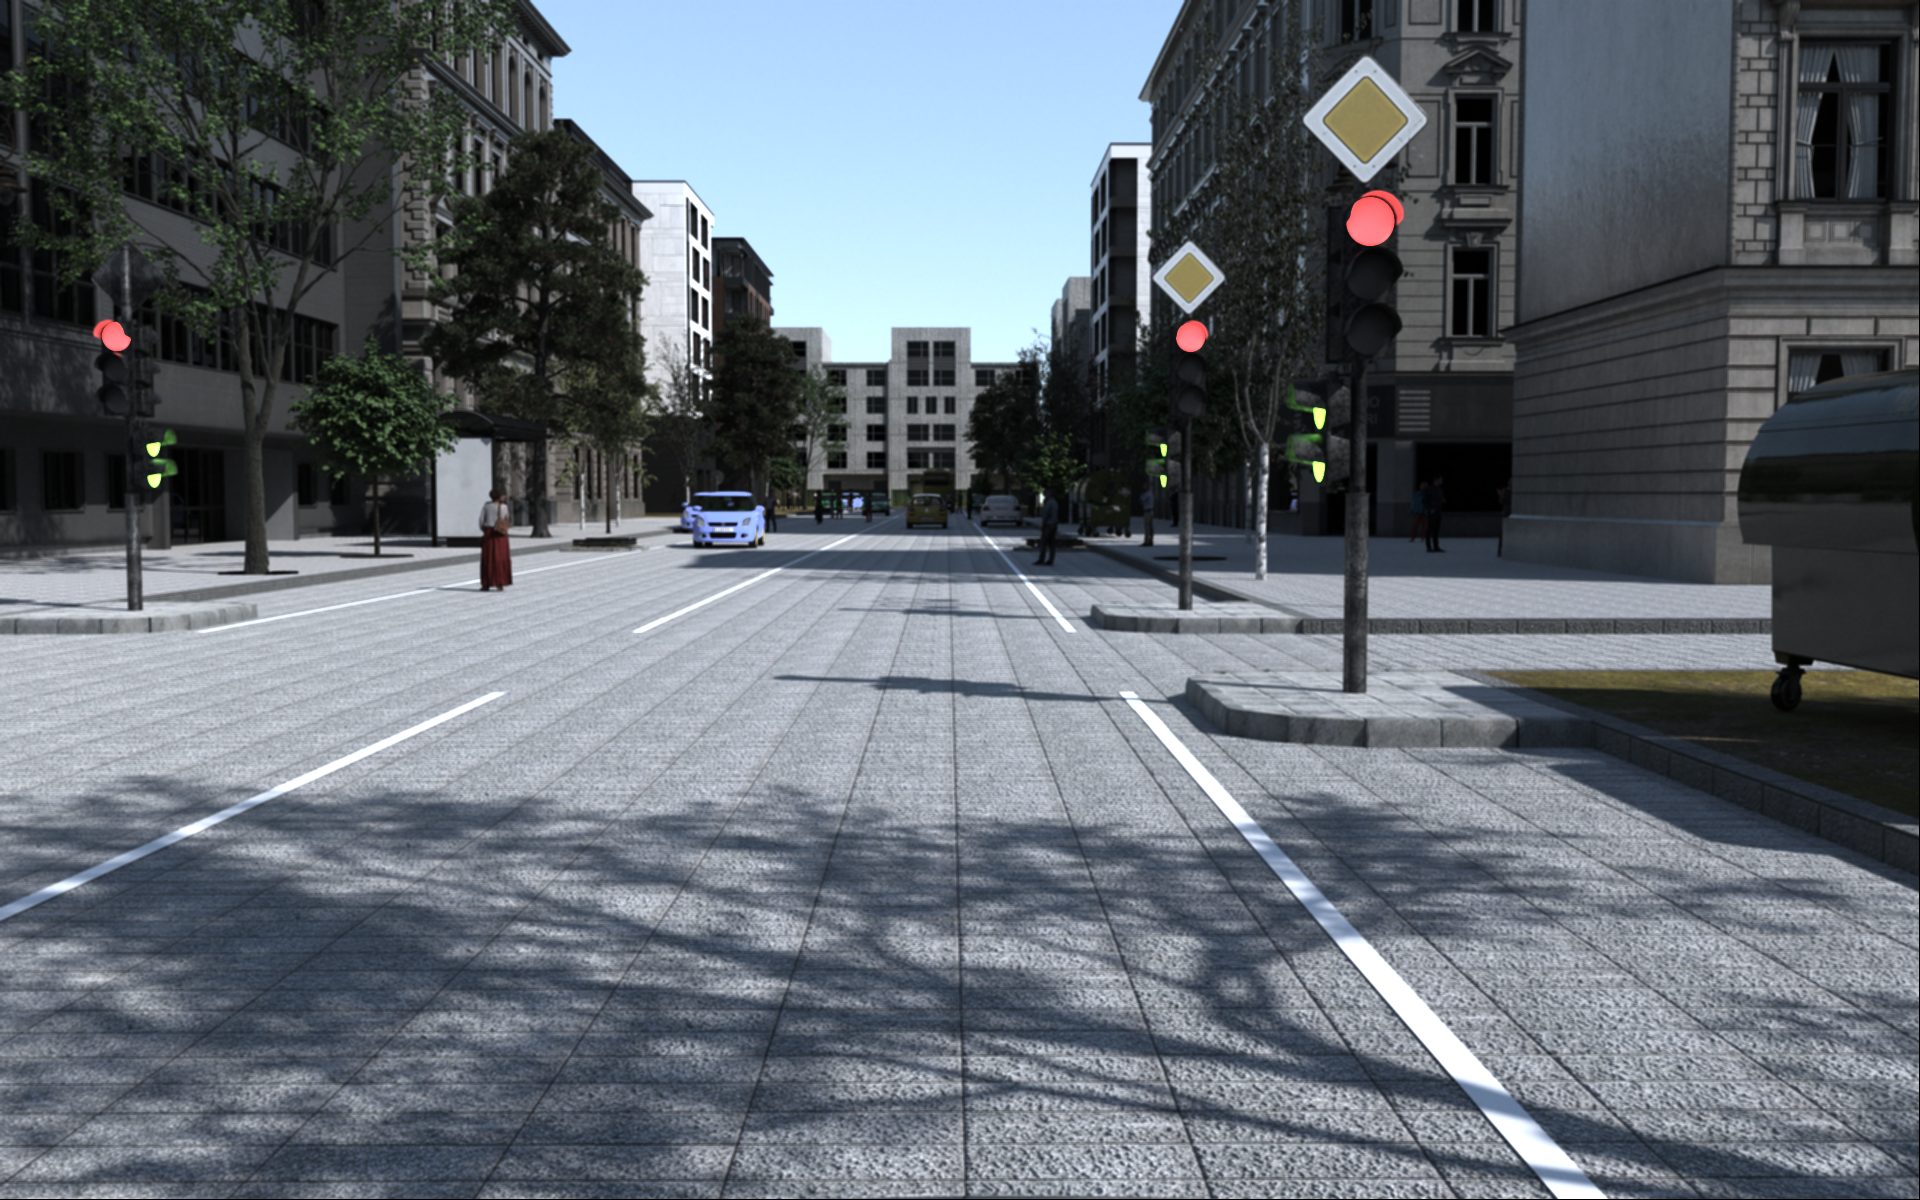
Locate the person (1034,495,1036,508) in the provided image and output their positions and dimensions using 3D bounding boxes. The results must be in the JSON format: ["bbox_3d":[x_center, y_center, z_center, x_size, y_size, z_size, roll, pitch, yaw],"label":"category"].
[{"bbox_3d":[6.786,-9.159,159.016,0.599,1.433,0.991,1,4,19],"label":"person"}]

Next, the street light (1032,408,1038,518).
[{"bbox_3d":[3.955,-7.377,93.394,0.468,5.910,1.993,0,4,0],"label":"street light"}]

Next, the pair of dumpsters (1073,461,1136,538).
[{"bbox_3d":[4.368,-3.067,52.639,1.574,2.255,4.436,0,4,0],"label":"pair of dumpsters"}]

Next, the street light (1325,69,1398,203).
[{"bbox_3d":[4.473,-2.855,19.469,0.468,5.910,1.993,0,4,0],"label":"street light"}]

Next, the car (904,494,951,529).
[{"bbox_3d":[-1.376,-3.826,72.780,2.015,1.641,3.980,0,4,-1],"label":"car"}]

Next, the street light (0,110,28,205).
[{"bbox_3d":[-11.063,-2.856,19.485,0.468,5.910,1.993,0,4,0],"label":"street light"}]

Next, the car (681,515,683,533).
[{"bbox_3d":[-9.269,-3.339,64.178,1.945,1.707,3.694,0,4,1],"label":"car"}]

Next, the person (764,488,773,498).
[{"bbox_3d":[-14.225,-7.468,129.084,0.756,1.711,0.436,2,4,28],"label":"person"}]

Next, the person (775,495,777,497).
[{"bbox_3d":[-18.190,-9.980,169.219,0.705,1.823,1.348,1,4,14],"label":"person"}]

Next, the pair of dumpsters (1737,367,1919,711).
[{"bbox_3d":[5.430,-0.347,8.173,1.574,2.255,4.436,0,4,0],"label":"pair of dumpsters"}]

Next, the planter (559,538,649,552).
[{"bbox_3d":[-8.980,-1.401,44.041,1.991,0.319,1.994,0,4,0],"label":"planter"}]

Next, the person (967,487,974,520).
[{"bbox_3d":[0.578,-5.396,96.861,0.705,1.807,1.348,1,4,10],"label":"person"}]

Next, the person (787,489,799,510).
[{"bbox_3d":[-13.760,-8.310,142.645,1.217,1.736,0.721,-2,4,-35],"label":"person"}]

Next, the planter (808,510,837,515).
[{"bbox_3d":[-9.529,-6.103,120.923,1.991,0.319,1.994,0,4,0],"label":"planter"}]

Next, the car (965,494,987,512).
[{"bbox_3d":[1.439,-8.204,142.939,1.959,1.807,4.718,0,4,-1],"label":"car"}]

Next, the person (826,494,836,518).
[{"bbox_3d":[-7.569,-5.514,101.871,0.599,1.433,0.991,2,4,31],"label":"person"}]

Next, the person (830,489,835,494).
[{"bbox_3d":[-12.342,-9.898,168.400,1.217,1.766,0.721,2,4,31],"label":"person"}]

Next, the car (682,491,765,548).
[{"bbox_3d":[-6.243,-2.283,46.924,1.945,1.707,3.694,0,4,-2],"label":"car"}]

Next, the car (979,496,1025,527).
[{"bbox_3d":[1.869,-3.988,77.572,2.083,1.381,4.827,0,4,1],"label":"car"}]

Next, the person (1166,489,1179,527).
[{"bbox_3d":[8.350,-3.747,68.008,0.504,1.737,0.576,-1,4,-11],"label":"person"}]

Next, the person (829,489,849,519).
[{"bbox_3d":[-6.971,-5.539,99.789,1.217,1.743,0.721,0,4,5],"label":"person"}]

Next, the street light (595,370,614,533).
[{"bbox_3d":[-11.498,-5.117,56.446,0.468,5.910,1.993,0,4,0],"label":"street light"}]

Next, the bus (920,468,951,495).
[{"bbox_3d":[-2.282,-10.490,163.050,2.896,3.916,12.252,0,4,-2],"label":"bus"}]

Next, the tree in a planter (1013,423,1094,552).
[{"bbox_3d":[2.346,-2.847,43.771,1.991,3.239,1.994,0,4,0],"label":"tree in a planter"}]

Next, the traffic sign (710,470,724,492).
[{"bbox_3d":[-12.896,-5.615,91.911,0.768,2.556,0.104,0,4,5],"label":"traffic sign"}]

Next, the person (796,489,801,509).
[{"bbox_3d":[-14.177,-8.934,152.826,0.721,1.735,1.217,0,4,-6],"label":"person"}]

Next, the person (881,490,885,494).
[{"bbox_3d":[-6.304,-7.953,139.352,0.721,1.723,1.217,-2,4,-26],"label":"person"}]

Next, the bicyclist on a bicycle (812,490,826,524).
[{"bbox_3d":[-6.644,-4.375,81.553,1.499,1.676,1.625,0,4,0],"label":"bicyclist on a bicycle"}]

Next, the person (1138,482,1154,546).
[{"bbox_3d":[4.593,-2.110,42.613,0.319,1.574,0.516,2,4,34],"label":"person"}]

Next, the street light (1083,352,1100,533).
[{"bbox_3d":[4.275,-5.116,56.432,0.468,5.910,1.993,0,4,0],"label":"street light"}]

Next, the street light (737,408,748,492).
[{"bbox_3d":[-11.719,-7.377,93.409,0.468,5.910,1.993,0,4,0],"label":"street light"}]

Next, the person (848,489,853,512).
[{"bbox_3d":[-8.638,-7.876,136.898,0.705,1.869,1.348,0,4,3],"label":"person"}]

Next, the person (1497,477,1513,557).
[{"bbox_3d":[11.226,-1.704,35.366,0.593,1.643,0.415,-2,4,-35],"label":"person"}]

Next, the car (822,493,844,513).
[{"bbox_3d":[-9.779,-7.464,130.837,1.959,1.807,4.718,0,4,0],"label":"car"}]

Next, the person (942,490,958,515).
[{"bbox_3d":[-0.776,-6.704,118.903,1.217,1.735,0.721,0,4,3],"label":"person"}]

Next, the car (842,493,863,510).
[{"bbox_3d":[-10.062,-9.413,163.490,1.945,1.707,3.694,0,4,0],"label":"car"}]

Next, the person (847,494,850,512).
[{"bbox_3d":[-9.058,-7.935,141.493,0.557,1.426,1.065,1,4,8],"label":"person"}]

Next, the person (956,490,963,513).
[{"bbox_3d":[0.020,-7.257,128.065,0.530,1.710,0.541,-1,4,-13],"label":"person"}]

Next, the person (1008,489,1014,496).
[{"bbox_3d":[4.949,-9.915,168.230,0.705,1.814,1.350,-2,4,-23],"label":"person"}]

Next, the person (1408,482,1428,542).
[{"bbox_3d":[12.323,-2.357,46.286,0.593,1.614,0.444,3,5,44],"label":"person"}]

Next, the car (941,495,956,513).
[{"bbox_3d":[-1.261,-7.244,131.026,1.945,1.354,3.894,0,4,1],"label":"car"}]

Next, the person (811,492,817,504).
[{"bbox_3d":[-12.480,-8.626,150.270,0.799,1.438,0.628,-1,4,-10],"label":"person"}]

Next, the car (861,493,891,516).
[{"bbox_3d":[-5.504,-6.403,113.484,1.959,1.807,4.718,0,4,-2],"label":"car"}]

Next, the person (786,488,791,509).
[{"bbox_3d":[-14.547,-8.638,147.276,0.705,1.823,1.348,-2,4,-27],"label":"person"}]

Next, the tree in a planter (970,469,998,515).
[{"bbox_3d":[1.778,-7.588,121.285,1.991,3.239,1.994,0,4,0],"label":"tree in a planter"}]
